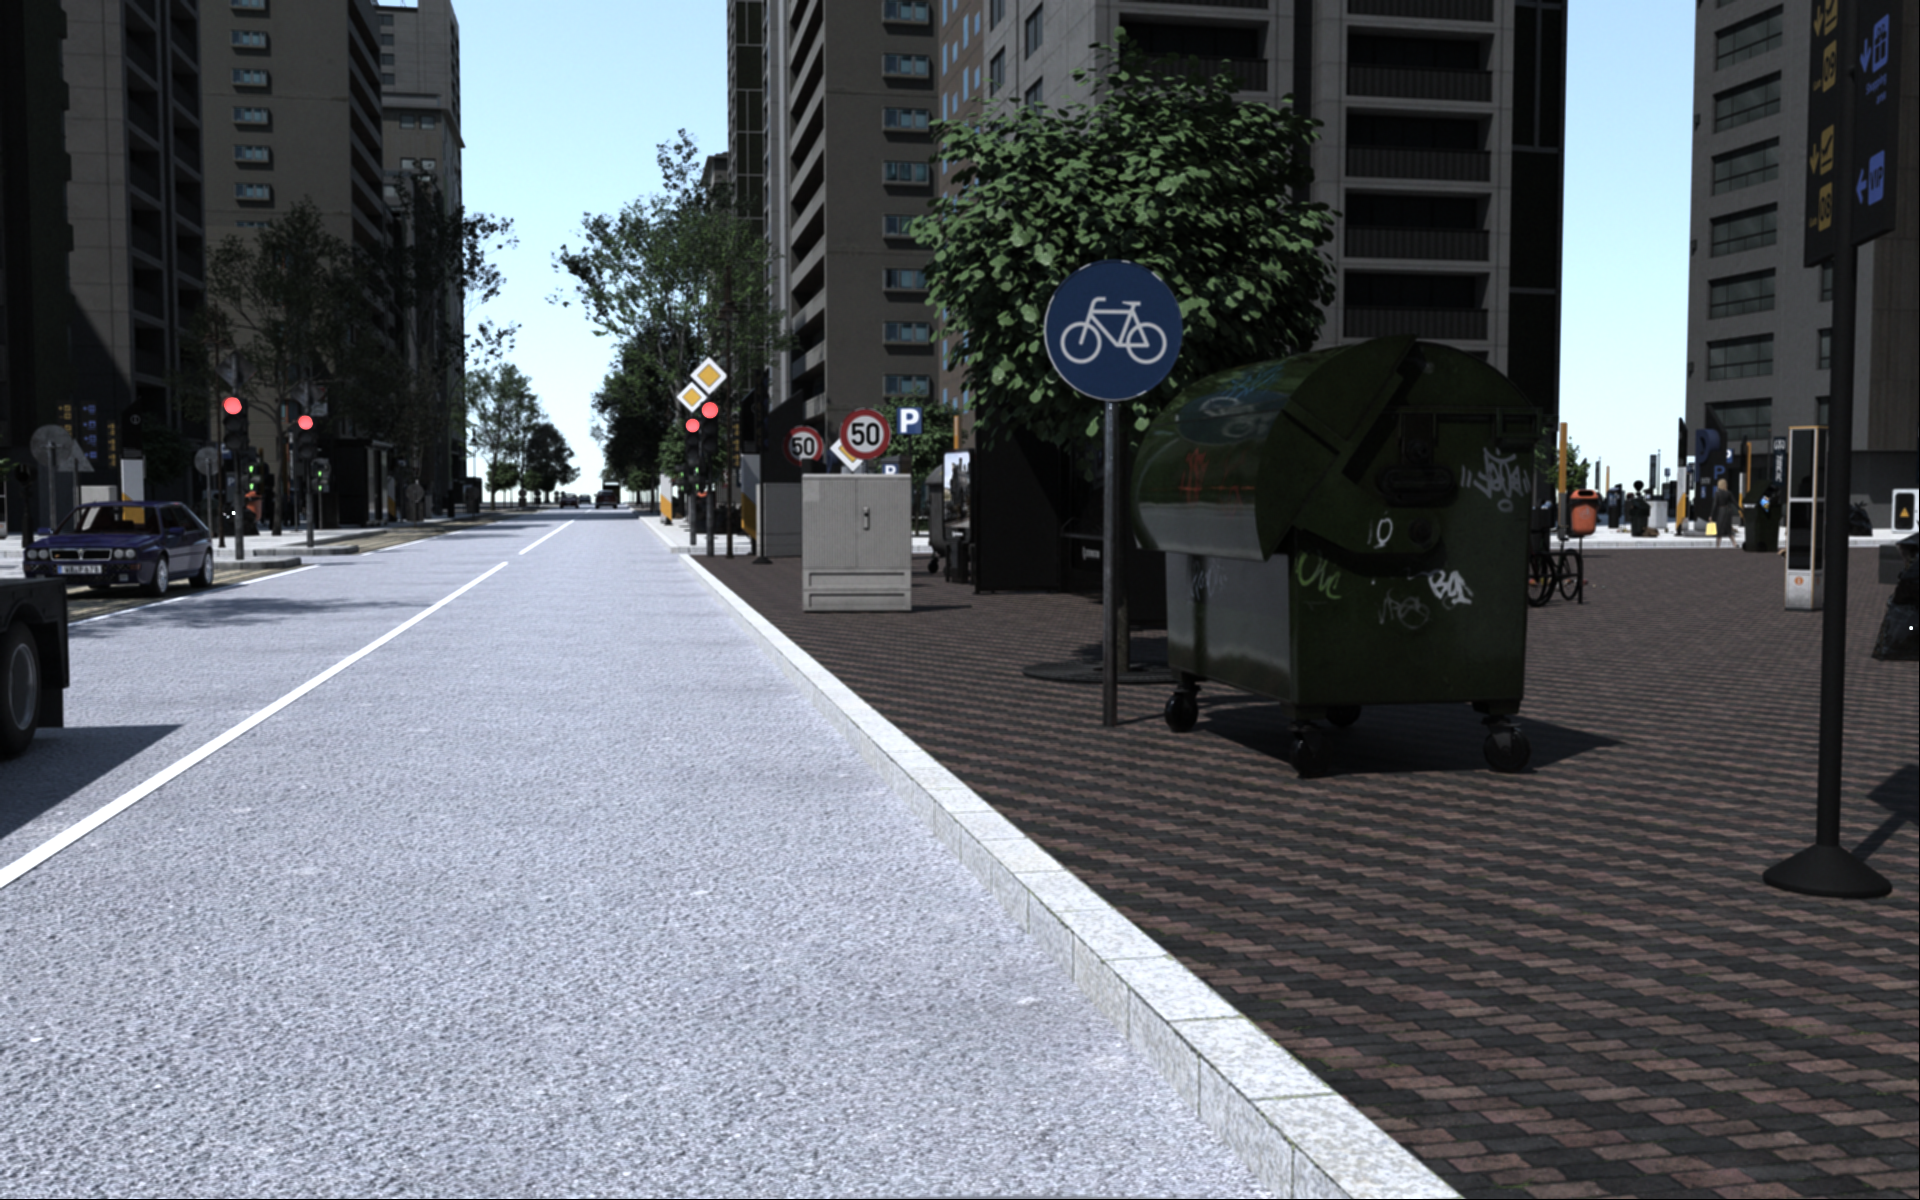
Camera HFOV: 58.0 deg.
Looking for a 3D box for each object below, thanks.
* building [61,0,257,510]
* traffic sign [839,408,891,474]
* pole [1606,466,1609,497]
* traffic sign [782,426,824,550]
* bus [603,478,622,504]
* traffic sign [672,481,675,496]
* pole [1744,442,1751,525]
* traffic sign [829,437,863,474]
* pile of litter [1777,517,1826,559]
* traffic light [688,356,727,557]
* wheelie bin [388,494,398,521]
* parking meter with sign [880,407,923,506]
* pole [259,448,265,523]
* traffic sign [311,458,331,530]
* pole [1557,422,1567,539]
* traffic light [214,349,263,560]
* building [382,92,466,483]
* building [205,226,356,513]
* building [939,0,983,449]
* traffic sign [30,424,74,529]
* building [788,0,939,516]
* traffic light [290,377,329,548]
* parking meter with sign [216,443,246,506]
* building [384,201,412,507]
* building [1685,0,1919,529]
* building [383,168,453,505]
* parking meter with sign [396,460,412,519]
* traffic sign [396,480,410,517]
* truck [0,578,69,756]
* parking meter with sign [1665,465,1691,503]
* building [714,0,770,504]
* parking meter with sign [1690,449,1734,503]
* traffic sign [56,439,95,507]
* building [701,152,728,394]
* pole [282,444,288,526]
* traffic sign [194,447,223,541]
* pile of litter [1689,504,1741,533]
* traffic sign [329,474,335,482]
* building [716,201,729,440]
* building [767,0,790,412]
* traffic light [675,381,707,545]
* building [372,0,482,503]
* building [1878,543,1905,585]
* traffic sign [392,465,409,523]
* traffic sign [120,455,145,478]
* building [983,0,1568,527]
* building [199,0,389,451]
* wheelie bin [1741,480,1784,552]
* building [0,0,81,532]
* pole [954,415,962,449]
[{"bbox_3d":[-45.598,-39.336,81.391,20.563,71.187,20.611,-1,4,-11],"label":"building"},{"bbox_3d":[-1.405,-1.571,25.786,0.768,2.556,0.104,0,4,-3],"label":"traffic sign"},{"bbox_3d":[46.781,-8.029,125.111,0.158,3.312,0.155,0,3,0],"label":"pole"},{"bbox_3d":[-2.930,-1.975,32.395,0.768,2.556,0.104,0,4,-6],"label":"traffic sign"},{"bbox_3d":[-52.019,-16.347,258.815,2.896,3.916,12.252,-1,4,-11],"label":"bus"},{"bbox_3d":[-19.267,-7.079,115.842,0.768,2.556,0.104,-1,4,-11],"label":"traffic sign"},{"bbox_3d":[31.006,-4.546,68.168,0.158,3.312,0.155,0,3,0],"label":"pole"},{"bbox_3d":[-1.791,-1.693,28.866,0.795,2.450,0.064,-1,4,-11],"label":"traffic sign"},{"bbox_3d":[16.940,-1.267,34.678,1.719,0.858,1.176,-2,4,-35],"label":"pile of litter"},{"bbox_3d":[-5.141,-2.845,35.431,0.839,4.253,0.868,-1,4,-11],"label":"traffic light"},{"bbox_3d":[-26.655,-4.457,80.772,0.980,1.594,0.693,3,5,39],"label":"wheelie bin"},{"bbox_3d":[-1.271,-2.308,33.996,0.543,3.016,1.738,1,4,19],"label":"parking meter with sign"},{"bbox_3d":[-30.909,-5.068,76.700,0.158,3.312,0.155,0,3,0],"label":"pole"},{"bbox_3d":[-22.541,-3.724,60.989,0.768,2.556,0.104,0,4,-2],"label":"traffic sign"},{"bbox_3d":[17.182,-3.398,49.396,0.158,3.312,0.155,0,3,0],"label":"pole"},{"bbox_3d":[-14.025,-2.736,33.653,0.839,4.253,0.868,-1,4,-11],"label":"traffic light"},{"bbox_3d":[-81.100,-39.192,230.023,28.713,52.752,27.495,-1,4,-11],"label":"building"},{"bbox_3d":[-60.026,-17.073,124.190,27.650,21.520,28.899,-1,4,-11],"label":"building"},{"bbox_3d":[7.041,-26.581,84.711,14.600,45.320,14.200,-1,4,-11],"label":"building"},{"bbox_3d":[-16.622,-1.933,31.710,0.768,2.556,0.104,0,4,-4],"label":"traffic sign"},{"bbox_3d":[0.829,-29.727,109.737,21.300,48.544,21.600,-1,4,-11],"label":"building"},{"bbox_3d":[-15.584,-3.215,41.485,0.839,4.253,0.868,-1,4,-11],"label":"traffic light"},{"bbox_3d":[-25.099,-3.904,60.092,0.543,3.016,1.738,0,4,3],"label":"parking meter with sign"},{"bbox_3d":[-61.476,-24.237,167.977,14.160,30.474,14.107,-1,4,-11],"label":"building"},{"bbox_3d":[38.704,-18.073,67.202,14.107,30.474,14.160,-1,4,-11],"label":"building"},{"bbox_3d":[-70.026,-32.254,210.950,14.154,41.232,14.086,-1,4,-11],"label":"building"},{"bbox_3d":[-28.362,-5.658,88.765,0.543,3.016,1.738,0,4,-4],"label":"parking meter with sign"},{"bbox_3d":[-28.230,-5.355,87.556,0.884,2.594,0.081,-1,4,-9],"label":"traffic sign"},{"bbox_3d":[-4.344,-0.671,0.735,2.967,4.110,18.799,-1,4,-13],"label":"truck"},{"bbox_3d":[48.167,-7.327,116.060,0.543,3.016,1.738,-3,5,-40],"label":"parking meter with sign"},{"bbox_3d":[-21.401,-48.143,225.389,20.563,71.187,20.611,-1,4,-11],"label":"building"},{"bbox_3d":[28.892,-4.293,66.448,1.738,3.016,0.543,-2,4,-32],"label":"parking meter with sign"},{"bbox_3d":[-20.816,-2.493,40.768,0.884,2.594,0.081,0,4,-2],"label":"traffic sign"},{"bbox_3d":[-24.462,-41.295,264.417,28.713,52.752,27.495,-1,4,-11],"label":"building"},{"bbox_3d":[-27.324,-4.663,70.088,0.158,3.312,0.155,0,3,0],"label":"pole"},{"bbox_3d":[-20.242,-2.849,46.682,0.768,2.556,0.104,0,4,-3],"label":"traffic sign"},{"bbox_3d":[25.138,-2.650,57.288,1.176,0.858,1.719,-1,4,-19],"label":"pile of litter"},{"bbox_3d":[-27.103,-4.536,74.162,0.884,2.594,0.081,-1,4,-11],"label":"traffic sign"},{"bbox_3d":[-27.071,-34.220,243.094,14.154,41.232,14.086,-1,4,-11],"label":"building"},{"bbox_3d":[-5.970,-37.134,149.139,21.231,58.520,28.212,-1,4,-11],"label":"building"},{"bbox_3d":[-6.699,-3.324,43.263,0.839,4.253,0.868,-1,4,-11],"label":"traffic light"},{"bbox_3d":[-81.557,-49.898,254.078,20.563,71.187,20.611,-1,4,-11],"label":"building"},{"bbox_3d":[24.768,-28.879,14.166,21.231,58.520,28.212,-1,4,-11],"label":"building"},{"bbox_3d":[-24.887,-4.710,77.119,0.768,2.556,0.104,0,4,-2],"label":"traffic sign"},{"bbox_3d":[-21.539,-2.630,45.128,0.606,2.300,0.079,-1,4,-11],"label":"traffic sign"},{"bbox_3d":[12.971,-38.354,65.347,20.611,71.187,20.563,-1,4,-11],"label":"building"},{"bbox_3d":[-61.884,-32.109,148.691,21.300,48.544,21.600,-1,4,-11],"label":"building"},{"bbox_3d":[17.779,-1.864,38.379,0.693,1.594,0.980,0,4,-4],"label":"wheelie bin"},{"bbox_3d":[-37.665,-17.289,54.372,14.160,30.474,14.107,-1,4,-11],"label":"building"},{"bbox_3d":[-0.055,-3.131,45.033,0.158,3.312,0.155,0,3,0],"label":"pole"}]
